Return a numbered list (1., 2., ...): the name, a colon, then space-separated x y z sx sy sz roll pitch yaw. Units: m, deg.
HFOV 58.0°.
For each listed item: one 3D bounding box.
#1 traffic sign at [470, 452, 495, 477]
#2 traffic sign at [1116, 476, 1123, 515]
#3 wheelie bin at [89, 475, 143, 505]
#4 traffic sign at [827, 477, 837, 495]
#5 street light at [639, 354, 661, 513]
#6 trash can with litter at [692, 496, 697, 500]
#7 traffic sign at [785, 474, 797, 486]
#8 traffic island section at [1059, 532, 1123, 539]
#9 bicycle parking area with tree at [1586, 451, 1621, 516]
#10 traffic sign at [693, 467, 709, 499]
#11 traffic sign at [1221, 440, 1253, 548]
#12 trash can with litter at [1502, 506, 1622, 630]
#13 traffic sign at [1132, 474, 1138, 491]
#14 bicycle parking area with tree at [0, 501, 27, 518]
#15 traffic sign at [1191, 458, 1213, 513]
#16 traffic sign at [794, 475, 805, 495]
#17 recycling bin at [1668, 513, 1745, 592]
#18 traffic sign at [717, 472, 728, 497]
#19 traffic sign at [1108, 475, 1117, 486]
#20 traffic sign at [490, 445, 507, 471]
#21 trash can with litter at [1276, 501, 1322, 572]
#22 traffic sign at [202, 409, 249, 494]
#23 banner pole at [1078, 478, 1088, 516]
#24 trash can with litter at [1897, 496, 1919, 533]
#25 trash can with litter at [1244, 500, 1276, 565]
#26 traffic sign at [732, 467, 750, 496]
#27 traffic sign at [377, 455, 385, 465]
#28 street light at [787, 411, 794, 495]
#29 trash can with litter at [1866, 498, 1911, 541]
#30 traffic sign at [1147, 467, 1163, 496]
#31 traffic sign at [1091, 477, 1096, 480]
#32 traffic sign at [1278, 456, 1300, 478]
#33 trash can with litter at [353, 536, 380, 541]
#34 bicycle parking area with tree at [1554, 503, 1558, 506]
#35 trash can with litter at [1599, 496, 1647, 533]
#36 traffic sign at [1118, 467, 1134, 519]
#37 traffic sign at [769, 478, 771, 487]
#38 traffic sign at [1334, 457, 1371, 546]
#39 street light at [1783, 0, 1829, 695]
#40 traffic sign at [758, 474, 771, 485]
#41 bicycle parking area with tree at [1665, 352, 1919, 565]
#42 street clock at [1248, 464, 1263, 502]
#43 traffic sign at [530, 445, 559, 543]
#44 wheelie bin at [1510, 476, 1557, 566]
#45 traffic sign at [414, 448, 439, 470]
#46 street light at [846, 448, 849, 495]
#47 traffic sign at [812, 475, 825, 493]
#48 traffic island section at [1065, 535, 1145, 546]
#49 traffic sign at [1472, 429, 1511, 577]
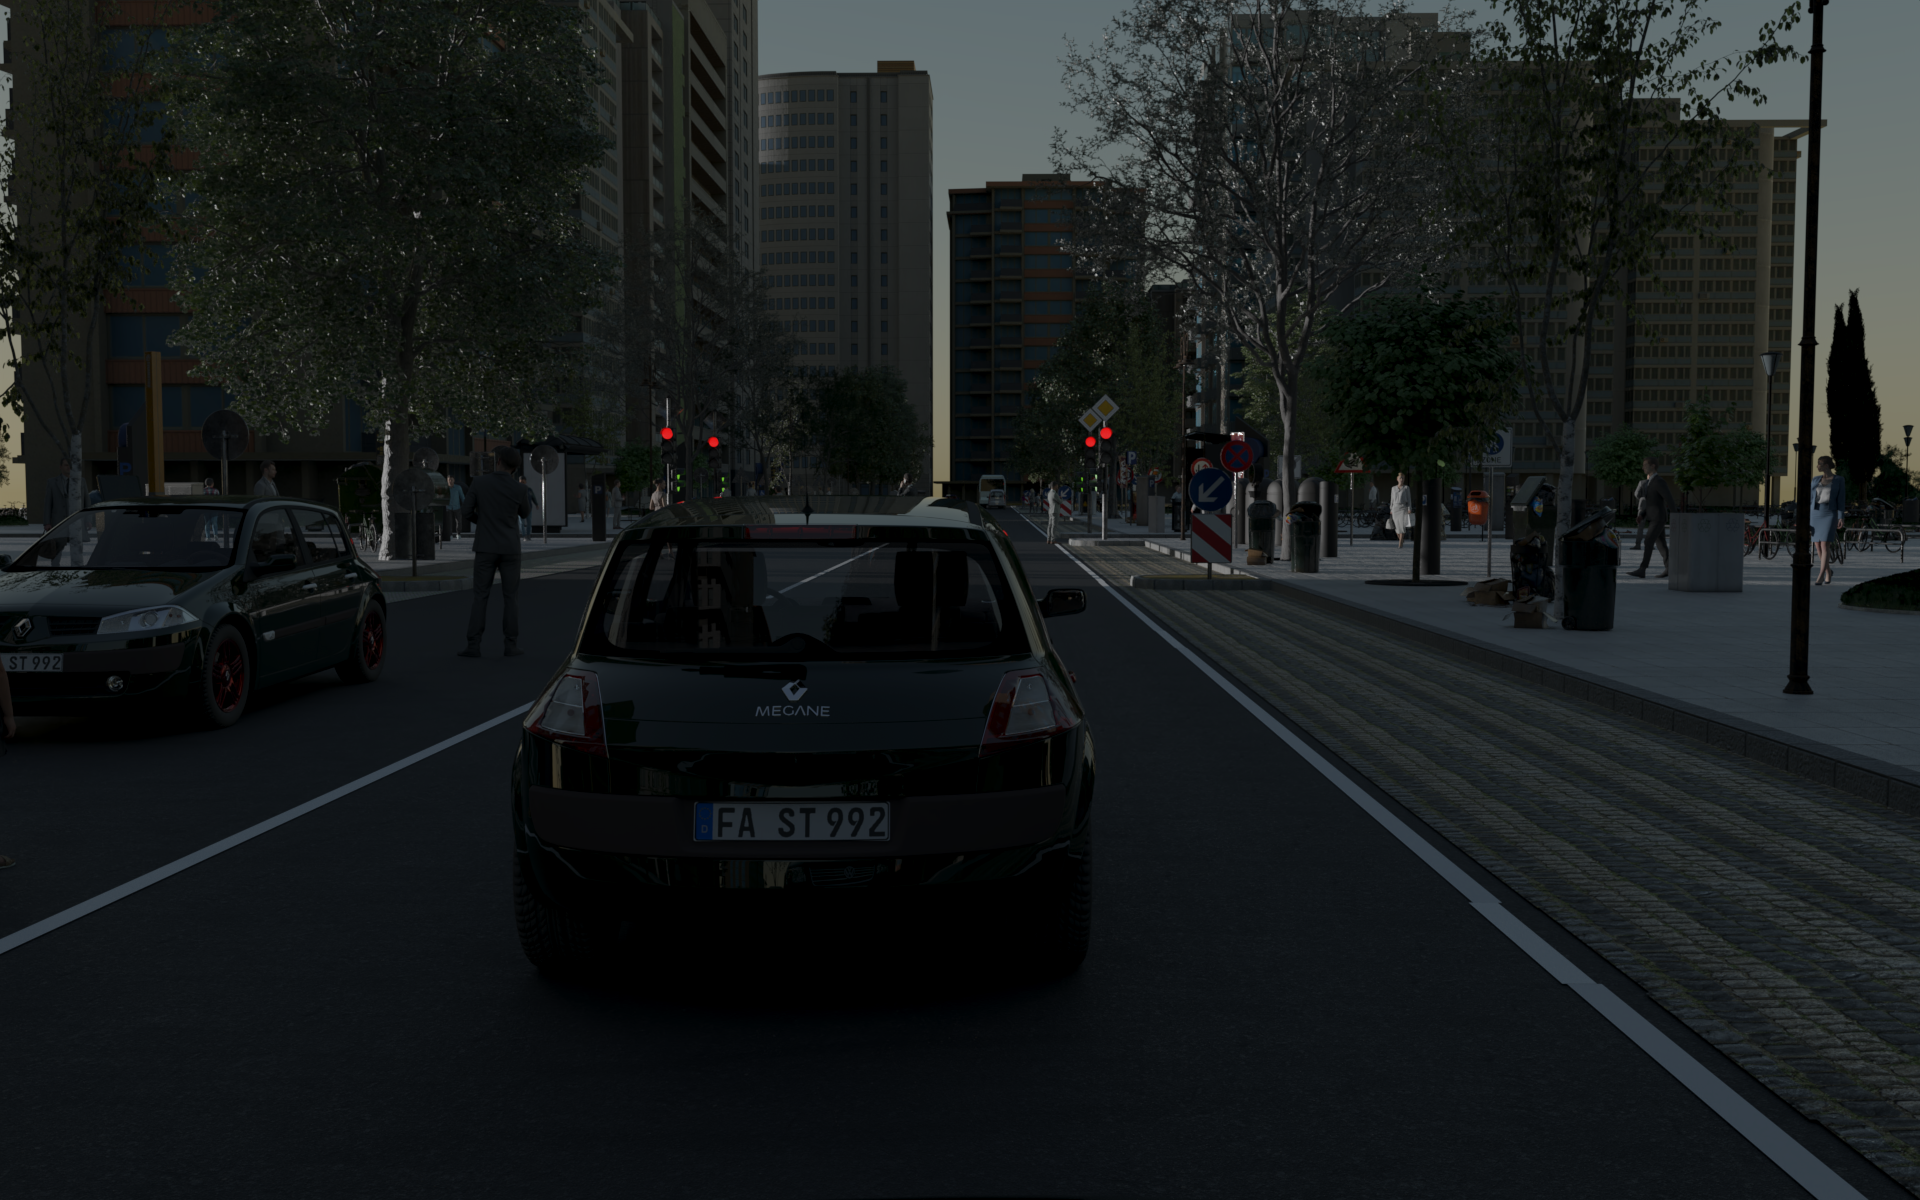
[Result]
1. traffic sign: -11.486 -2.418 41.669 0.606 2.300 0.079 0 4 2
2. traffic sign: 10.048 -6.564 107.422 0.768 2.556 0.104 1 4 10
3. wheelie bin: -13.948 -1.270 28.671 0.980 1.594 0.693 -3 5 -40
4. traffic sign: -9.677 -7.980 130.581 0.768 2.556 0.104 1 4 9
5. street light: -10.212 -5.164 57.221 0.468 5.910 1.993 0 4 1
6. trash can with litter: -10.872 -3.773 72.751 2.233 1.210 1.678 -3 4 -36
7. traffic sign: -10.741 -6.741 110.319 0.768 2.556 0.104 0 4 3
8. traffic island section: 4.273 -2.111 56.803 2.009 0.180 2.903 0 4 1
9. bicycle parking area with tree: 44.357 -7.885 115.927 8.231 4.147 9.016 0 4 1
10. traffic sign: -12.293 -5.020 82.179 0.768 2.556 0.104 1 4 10
11. traffic sign: 6.517 -2.491 40.831 0.768 2.556 0.104 0 4 2
12. trash can with litter: 5.708 -0.308 16.420 1.055 1.170 0.624 2 4 27
13. traffic sign: 10.259 -6.151 100.681 0.768 2.556 0.104 0 4 2
14. bicycle parking area with tree: -48.523 -5.810 81.993 9.016 4.147 8.231 3 5 39
15. traffic sign: 8.516 -3.726 61.026 0.768 2.556 0.104 0 4 3
16. traffic sign: -10.842 -7.126 116.510 0.884 2.594 0.081 0 4 3
17. recycling bin: 9.873 -0.634 22.924 0.722 1.027 0.722 0 4 0
18. traffic sign: -13.470 -5.961 97.572 0.768 2.556 0.104 0 4 2
19. traffic sign: 9.512 -6.736 110.133 0.884 2.594 0.081 1 4 8
20. traffic sign: -11.992 -2.766 45.324 0.768 2.556 0.104 1 4 9
21. trash can with litter: 5.608 -1.046 28.495 0.624 1.170 1.055 0 4 4
22. traffic sign: -11.078 -1.591 26.112 0.768 2.556 0.104 1 4 8
23. banner pole: 7.363 -6.847 101.967 0.863 3.779 0.401 2 4 34
24. trash can with litter: 32.178 -2.856 57.760 2.233 1.210 1.678 1 4 9
25. trash can with litter: 5.517 -1.231 31.509 0.624 1.170 1.055 1 4 15
26. traffic sign: -10.318 -4.991 81.606 0.884 2.594 0.081 0 4 4
27. traffic sign: -15.123 -2.672 45.816 0.606 2.300 0.079 0 4 7
28. street light: -9.221 -7.441 94.447 0.468 5.910 1.993 0 4 1
29. trash can with litter: 25.595 -2.223 47.734 1.055 1.170 0.624 0 4 -5
30. traffic sign: 9.139 -4.948 81.003 0.768 2.556 0.104 0 4 3
31. traffic sign: 10.013 -7.812 127.831 0.768 2.556 0.104 1 4 10
32. traffic sign: 8.740 -2.684 46.018 0.606 2.300 0.079 1 4 8
33. trash can with litter: -16.411 -2.291 48.517 1.678 1.210 2.233 1 4 12
34. bicycle parking area with tree: 28.453 -6.738 97.173 9.016 4.147 8.231 0 4 4
35. trash can with litter: 21.652 -2.795 56.757 2.233 1.210 1.678 0 4 2
36. traffic sign: 7.691 -4.902 80.247 0.768 2.556 0.104 1 4 11
37. traffic sign: -12.142 -6.516 108.672 0.606 2.300 0.079 1 4 10
38. traffic sign: 9.732 -2.630 43.004 0.884 2.594 0.081 0 4 7
39. street light: 5.396 -2.335 10.971 0.468 5.910 1.993 0 4 1
40. traffic sign: -11.507 -6.255 102.267 0.884 2.594 0.081 0 4 7
41. bicycle parking area with tree: 18.942 -2.948 35.201 8.231 4.147 9.016 0 4 8
42. street clock: 7.041 -2.246 41.291 0.358 2.002 0.471 -1 4 -10
43. traffic sign: -10.775 -2.741 44.917 0.768 2.556 0.104 0 4 8
44. wheelie bin: 10.272 -1.408 30.935 0.693 1.594 0.980 -1 4 -8
45. traffic sign: -14.639 -2.896 47.458 0.768 2.556 0.104 1 4 11
46. street light: -8.485 -9.701 131.397 0.468 5.910 1.993 0 4 1
47. traffic sign: -9.492 -7.122 116.448 0.884 2.594 0.081 0 4 5
48. traffic island section: 4.105 -1.623 48.820 2.009 0.180 2.903 0 4 1
49. traffic sign: 8.172 -1.502 26.688 0.606 2.300 0.079 1 4 10
